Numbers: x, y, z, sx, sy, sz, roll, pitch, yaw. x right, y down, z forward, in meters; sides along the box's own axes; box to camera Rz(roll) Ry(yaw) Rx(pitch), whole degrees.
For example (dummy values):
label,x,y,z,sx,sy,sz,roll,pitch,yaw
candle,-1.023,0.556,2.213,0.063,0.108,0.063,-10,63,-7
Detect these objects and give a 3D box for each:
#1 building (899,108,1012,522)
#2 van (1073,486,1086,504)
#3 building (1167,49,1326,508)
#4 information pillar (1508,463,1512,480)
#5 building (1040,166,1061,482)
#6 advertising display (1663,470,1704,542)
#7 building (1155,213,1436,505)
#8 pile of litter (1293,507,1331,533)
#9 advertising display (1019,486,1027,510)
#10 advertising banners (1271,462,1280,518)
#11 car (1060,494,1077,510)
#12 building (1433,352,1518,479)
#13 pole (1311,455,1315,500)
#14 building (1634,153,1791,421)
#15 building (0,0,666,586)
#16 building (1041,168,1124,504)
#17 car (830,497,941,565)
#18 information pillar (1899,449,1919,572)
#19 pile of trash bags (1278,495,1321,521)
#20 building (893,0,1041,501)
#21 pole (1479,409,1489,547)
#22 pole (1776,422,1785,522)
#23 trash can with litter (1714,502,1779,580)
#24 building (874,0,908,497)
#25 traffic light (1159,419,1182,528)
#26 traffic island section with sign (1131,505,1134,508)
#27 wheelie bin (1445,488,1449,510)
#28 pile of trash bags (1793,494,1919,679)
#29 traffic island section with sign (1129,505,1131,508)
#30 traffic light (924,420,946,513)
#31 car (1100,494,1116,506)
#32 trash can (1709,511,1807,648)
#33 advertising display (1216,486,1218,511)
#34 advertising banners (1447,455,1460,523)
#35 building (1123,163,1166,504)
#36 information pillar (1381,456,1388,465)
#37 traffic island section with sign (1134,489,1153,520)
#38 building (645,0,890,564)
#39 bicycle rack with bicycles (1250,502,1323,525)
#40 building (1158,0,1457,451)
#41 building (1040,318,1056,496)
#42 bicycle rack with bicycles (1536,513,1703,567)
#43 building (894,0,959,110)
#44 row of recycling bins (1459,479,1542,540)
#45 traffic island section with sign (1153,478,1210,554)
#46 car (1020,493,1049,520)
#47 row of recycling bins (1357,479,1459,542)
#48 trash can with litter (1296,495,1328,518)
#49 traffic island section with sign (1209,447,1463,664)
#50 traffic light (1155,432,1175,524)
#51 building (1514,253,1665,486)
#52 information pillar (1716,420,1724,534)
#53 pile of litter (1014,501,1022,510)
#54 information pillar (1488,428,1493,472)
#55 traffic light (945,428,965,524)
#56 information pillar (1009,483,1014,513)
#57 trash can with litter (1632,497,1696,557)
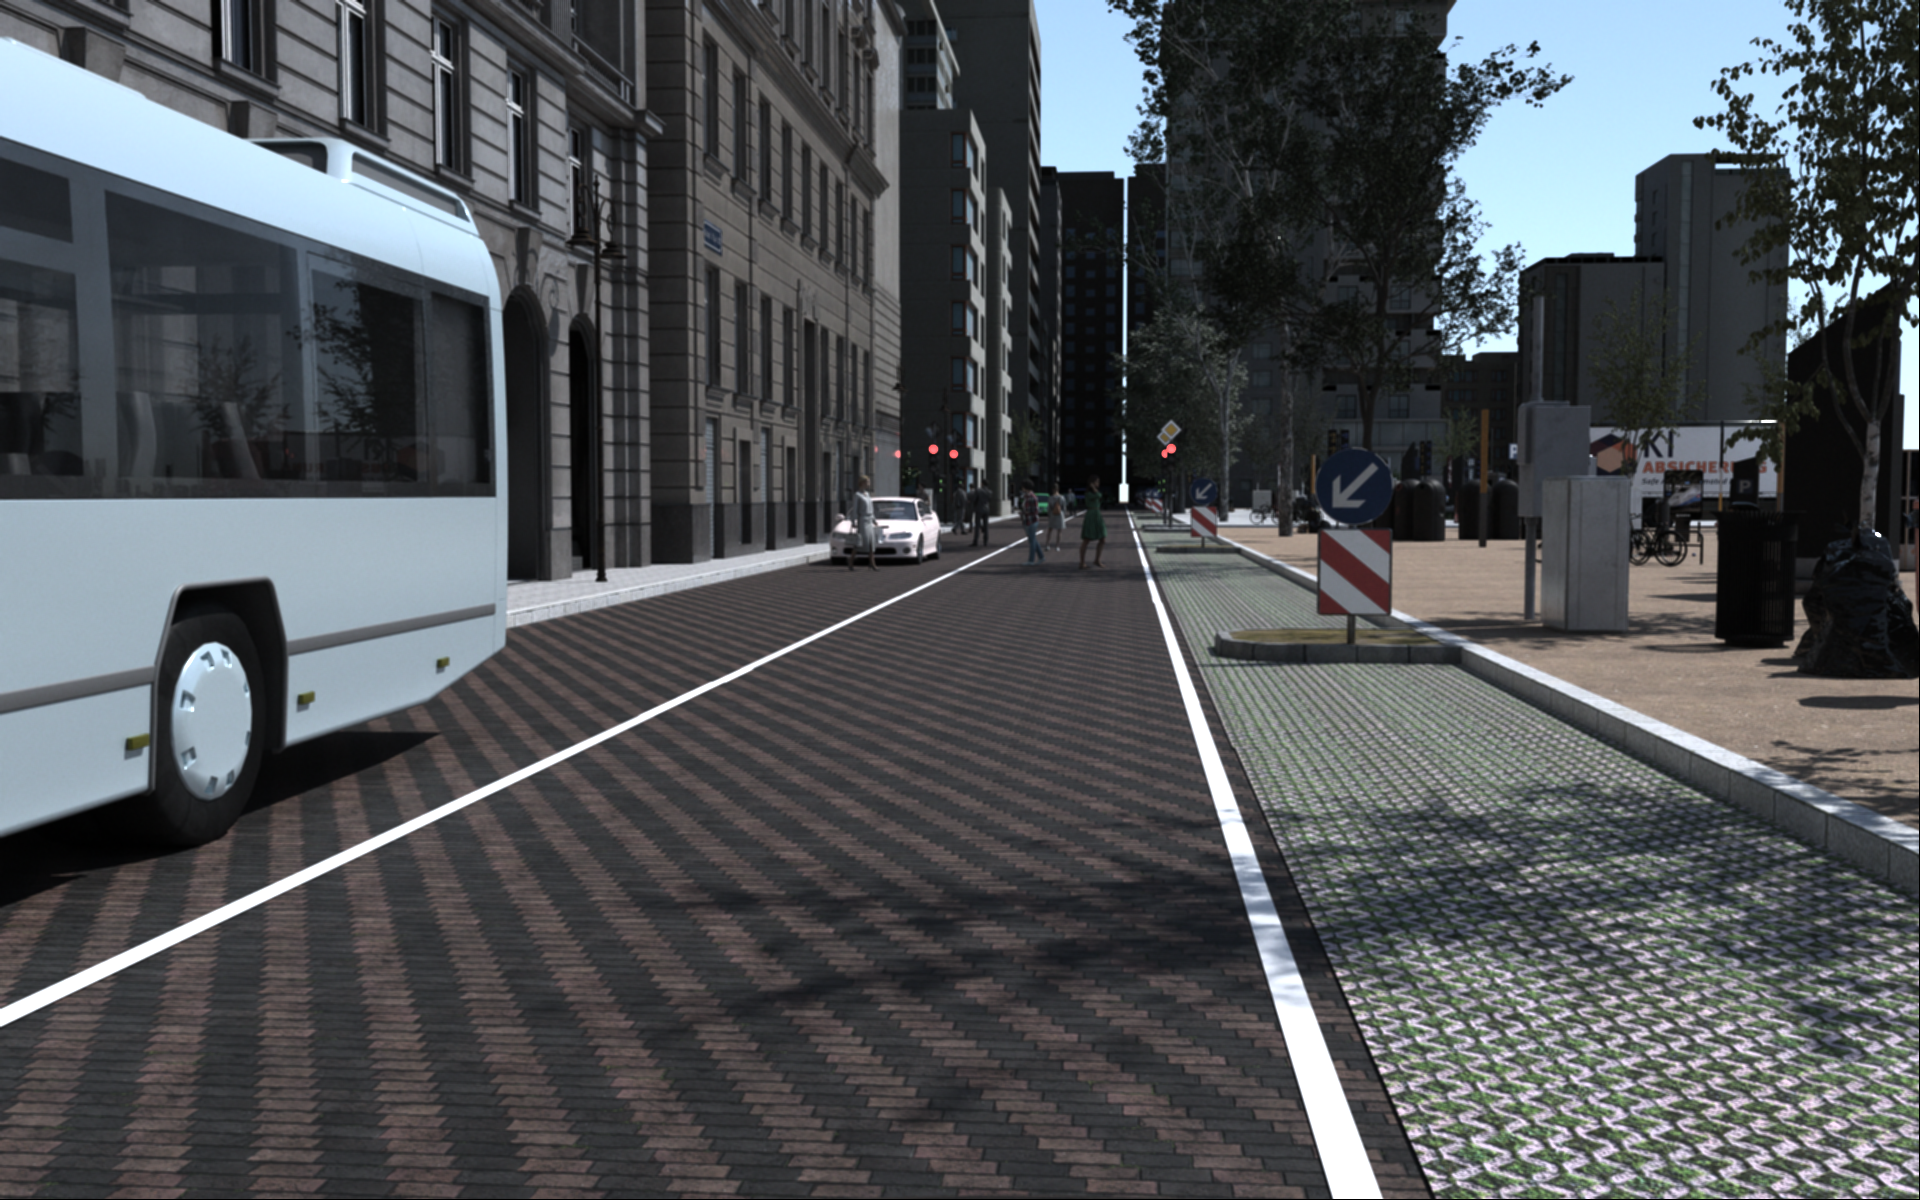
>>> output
label,x,y,z,sx,sy,sz,roll,pitch,yaw
building,-11.943,-15.202,93.596,27.650,21.520,28.899,0,4,5
van,13.835,-11.815,197.563,2.240,2.365,5.245,0,4,6
building,26.623,-29.355,163.548,14.154,41.232,14.086,0,4,5
information pillar,41.811,-8.585,131.717,0.183,3.616,0.504,-1,4,-16
building,5.638,-32.678,217.875,14.086,41.232,14.154,0,4,5
advertising display,19.307,-2.510,46.258,0.974,1.923,0.123,1,4,11
building,39.962,-31.627,208.986,32.217,40.220,23.993,0,4,5
pile of litter,11.551,-2.615,56.720,1.719,0.858,1.176,2,4,28
advertising display,5.126,-7.958,135.332,0.974,1.923,0.123,1,4,10
advertising banners,16.987,-5.905,92.741,0.090,3.025,2.074,1,4,18
car,9.547,-8.938,154.938,1.959,1.807,4.718,0,4,5
building,79.557,-24.159,240.045,28.899,21.520,27.650,0,4,5
pole,18.320,-5.876,89.908,0.158,3.312,0.155,0,3,0
building,90.623,-32.208,210.201,14.086,41.232,14.154,0,4,5
building,-12.424,-10.858,19.323,13.314,21.916,24.055,0,4,5
building,15.434,-36.049,239.503,14.200,45.320,14.600,0,4,5
car,-1.524,-1.496,36.816,2.083,1.381,4.827,0,4,7
information pillar,15.640,-1.472,28.560,0.304,2.012,0.304,-1,4,-12
pile of trash bags,16.688,-4.398,81.663,3.447,1.369,1.912,1,4,19
building,-3.720,-32.795,159.894,21.300,48.544,21.600,0,4,5
pole,12.650,-2.935,41.829,0.158,3.312,0.155,0,3,0
pole,22.989,-3.342,48.479,0.158,3.312,0.155,0,3,0
trash can with litter,11.655,-0.866,25.546,1.055,1.170,0.624,-3,5,-40
building,-11.477,-12.974,61.283,18.267,20.994,9.793,0,4,5
traffic light,7.912,-4.662,65.147,0.839,4.253,0.868,0,4,5
traffic island section with sign,13.533,-7.109,124.861,1.989,1.847,2.006,0,4,5
wheelie bin,24.606,-4.964,89.068,0.980,1.594,0.693,0,4,6
pile of trash bags,6.883,-0.146,12.140,1.912,1.369,3.447,2,4,27
traffic island section with sign,18.209,-10.172,174.946,1.989,1.847,2.006,0,4,5
traffic light,-0.962,-4.712,65.957,0.839,4.253,0.868,0,4,5
car,17.442,-12.004,205.057,1.959,1.807,4.718,0,4,7
trash can,6.719,-0.182,14.622,0.748,1.137,0.748,0,3,0
advertising display,19.814,-7.831,133.258,0.123,1.923,0.974,0,4,3
advertising banners,21.999,-4.918,76.601,0.090,3.025,2.074,-1,4,-9
building,29.920,-35.893,236.962,14.200,45.320,14.600,0,4,5
information pillar,26.055,-7.031,106.317,0.504,3.616,0.183,1,4,20
traffic island section with sign,10.991,-5.448,97.699,1.989,1.847,2.006,0,4,5
building,-9.391,-15.061,43.516,12.463,27.353,25.104,0,4,5
bicycle rack with bicycles,14.179,-3.691,73.731,2.925,0.926,2.852,3,5,40
building,35.499,-36.329,183.212,28.713,52.752,27.495,0,4,5
building,-4.138,-20.858,186.069,27.650,21.520,28.899,0,4,5
bicycle rack with bicycles,12.274,-1.124,31.755,2.852,0.926,2.925,-1,4,-21
building,-13.405,-26.847,130.826,32.217,40.220,23.993,0,4,5
row of recycling bins,15.897,-2.566,49.064,3.534,1.692,1.069,-1,4,-9
traffic island section with sign,5.813,-2.062,42.350,1.989,1.847,2.006,0,4,5
car,4.314,-5.343,96.153,1.959,1.807,4.718,0,4,4
row of recycling bins,12.280,-2.523,48.368,1.069,1.692,3.534,-1,4,-22
trash can with litter,18.907,-5.085,94.195,2.233,1.210,1.678,1,4,13
traffic island section with sign,3.314,-0.421,15.510,1.989,1.847,2.006,0,4,5
traffic light,8.655,-5.148,73.097,0.839,4.253,0.868,0,4,5
building,76.511,-26.901,211.532,14.107,30.474,14.160,0,4,5
information pillar,24.122,-3.887,54.903,0.183,3.616,0.504,1,4,22
pile of litter,4.534,-7.553,137.457,1.176,0.858,1.719,3,4,38
information pillar,18.890,-4.312,61.859,0.183,3.616,0.504,0,4,-5
traffic light,-0.220,-5.198,73.907,0.839,4.253,0.868,0,4,5
information pillar,3.514,-6.911,117.483,0.304,2.012,0.304,-1,4,-10
trash can with litter,14.425,-1.530,36.067,1.678,1.210,2.233,2,4,35
